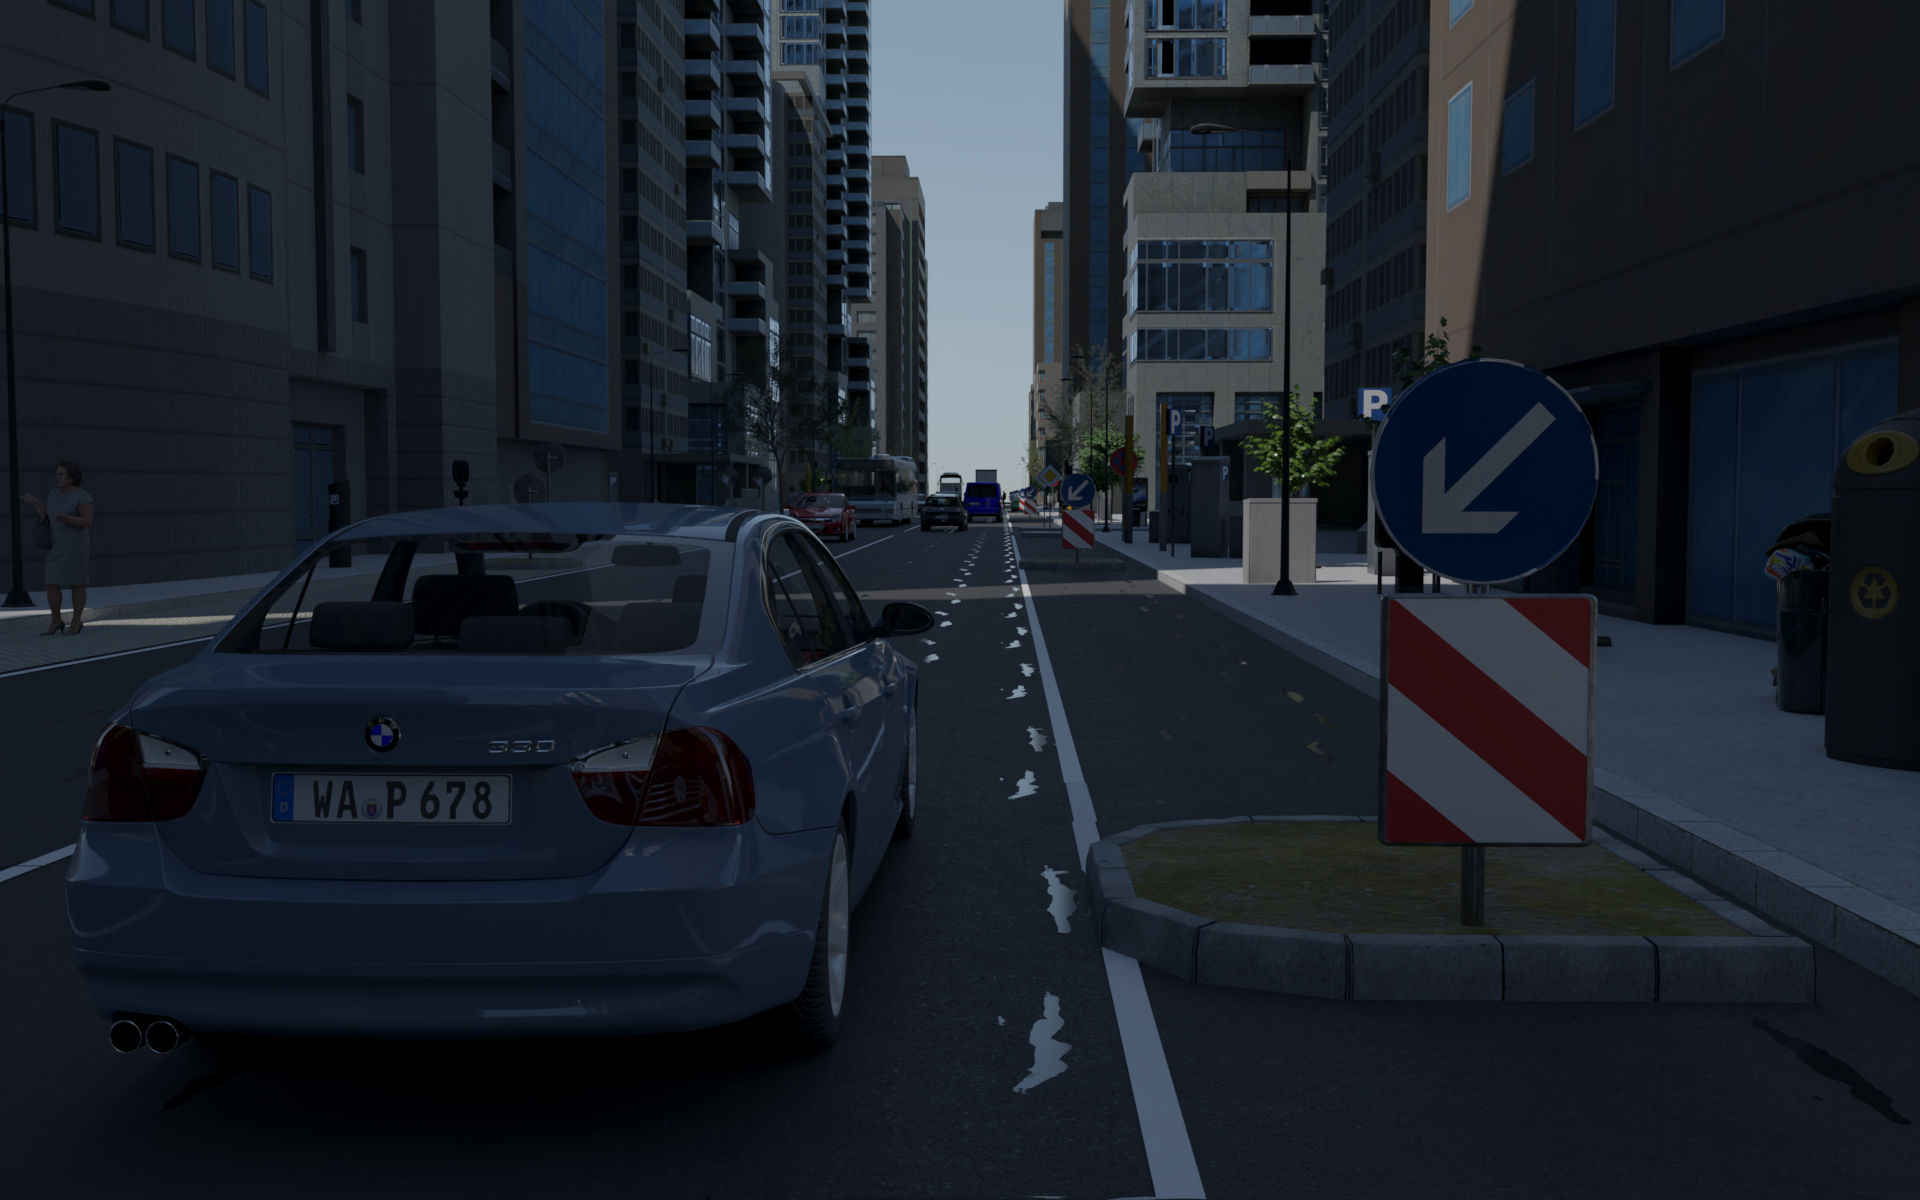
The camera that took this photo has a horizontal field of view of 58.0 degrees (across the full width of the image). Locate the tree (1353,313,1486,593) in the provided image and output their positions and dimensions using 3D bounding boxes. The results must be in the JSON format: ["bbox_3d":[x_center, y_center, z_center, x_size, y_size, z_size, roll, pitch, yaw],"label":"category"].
[{"bbox_3d":[5.148,-1.469,18.618,1.663,3.219,1.824,0,3,0],"label":"tree"}]

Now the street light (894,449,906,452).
[{"bbox_3d":[-6.292,-12.634,179.100,1.470,5.913,1.316,0,4,1],"label":"street light"}]

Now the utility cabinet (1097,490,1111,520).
[{"bbox_3d":[7.157,-4.733,86.060,0.318,1.500,1.173,-1,4,-17],"label":"utility cabinet"}]

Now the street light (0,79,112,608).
[{"bbox_3d":[-10.194,-2.875,19.549,1.470,5.913,1.316,0,4,1],"label":"street light"}]

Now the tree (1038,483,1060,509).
[{"bbox_3d":[8.215,-9.835,155.397,1.663,3.219,1.824,0,3,0],"label":"tree"}]

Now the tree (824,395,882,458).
[{"bbox_3d":[-8.190,-10.973,129.776,4.737,8.622,4.395,0,3,0],"label":"tree"}]

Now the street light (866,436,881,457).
[{"bbox_3d":[-7.172,-10.416,142.848,1.470,5.913,1.316,0,4,1],"label":"street light"}]

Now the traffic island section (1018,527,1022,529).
[{"bbox_3d":[3.245,-2.689,66.254,2.009,0.180,2.903,0,4,1],"label":"traffic island section"}]

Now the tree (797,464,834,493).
[{"bbox_3d":[-9.125,-7.083,110.407,1.663,3.219,1.824,0,3,0],"label":"tree"}]

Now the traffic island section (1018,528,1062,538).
[{"bbox_3d":[3.051,-2.201,58.271,2.009,0.180,2.903,0,4,1],"label":"traffic island section"}]

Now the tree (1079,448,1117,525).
[{"bbox_3d":[5.842,-4.788,72.887,1.663,3.219,1.824,0,3,0],"label":"tree"}]

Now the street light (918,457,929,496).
[{"bbox_3d":[-5.193,-15.503,226.015,1.470,5.913,1.316,0,4,1],"label":"street light"}]

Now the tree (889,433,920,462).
[{"bbox_3d":[-6.659,-15.389,201.971,4.360,8.622,3.978,0,3,0],"label":"tree"}]

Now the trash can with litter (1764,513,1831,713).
[{"bbox_3d":[5.091,0.059,10.428,0.624,1.170,1.055,1,4,15],"label":"trash can with litter"}]

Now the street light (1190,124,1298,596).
[{"bbox_3d":[3.589,-3.018,21.889,1.470,5.913,1.316,0,4,1],"label":"street light"}]

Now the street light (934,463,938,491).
[{"bbox_3d":[-4.202,-17.696,261.864,1.470,5.913,1.316,0,4,1],"label":"street light"}]

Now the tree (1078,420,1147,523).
[{"bbox_3d":[6.702,-5.693,76.797,4.285,4.588,4.351,0,3,0],"label":"tree"}]

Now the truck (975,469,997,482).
[{"bbox_3d":[3.072,-12.984,201.205,2.839,4.237,11.283,0,4,1],"label":"truck"}]

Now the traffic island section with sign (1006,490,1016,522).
[{"bbox_3d":[3.470,-4.888,88.554,1.989,1.847,2.006,0,4,1],"label":"traffic island section with sign"}]

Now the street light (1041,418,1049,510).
[{"bbox_3d":[5.725,-8.117,105.247,1.470,5.913,1.316,0,4,1],"label":"street light"}]

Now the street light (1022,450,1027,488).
[{"bbox_3d":[7.525,-12.769,181.315,1.470,5.913,1.316,0,4,1],"label":"street light"}]

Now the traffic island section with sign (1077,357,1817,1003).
[{"bbox_3d":[1.444,0.171,5.840,1.989,1.847,2.006,0,4,1],"label":"traffic island section with sign"}]

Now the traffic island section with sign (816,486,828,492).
[{"bbox_3d":[-7.058,-4.912,88.945,1.989,1.847,2.006,0,4,1],"label":"traffic island section with sign"}]

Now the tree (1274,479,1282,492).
[{"bbox_3d":[16.378,-6.148,84.232,4.285,4.588,4.351,0,3,0],"label":"tree"}]

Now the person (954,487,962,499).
[{"bbox_3d":[-0.128,-5.318,95.626,0.511,1.800,0.466,0,4,6],"label":"person"}]

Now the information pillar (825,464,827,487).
[{"bbox_3d":[-10.361,-8.731,134.098,0.183,3.616,0.504,-1,4,-8],"label":"information pillar"}]

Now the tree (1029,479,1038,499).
[{"bbox_3d":[8.503,-12.067,191.894,1.663,3.219,1.824,0,3,0],"label":"tree"}]

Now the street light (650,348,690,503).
[{"bbox_3d":[-9.286,-5.057,55.223,1.470,5.913,1.316,0,4,1],"label":"street light"}]

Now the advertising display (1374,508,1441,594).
[{"bbox_3d":[5.805,-1.046,22.324,0.974,1.923,0.123,-1,4,-16],"label":"advertising display"}]

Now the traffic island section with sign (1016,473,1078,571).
[{"bbox_3d":[2.128,-1.509,33.296,1.989,1.847,2.006,0,4,1],"label":"traffic island section with sign"}]

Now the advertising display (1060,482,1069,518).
[{"bbox_3d":[5.654,-5.410,93.672,0.123,1.923,0.974,-1,4,-23],"label":"advertising display"}]

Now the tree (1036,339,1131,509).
[{"bbox_3d":[6.015,-8.063,82.192,4.360,8.622,3.978,0,3,0],"label":"tree"}]

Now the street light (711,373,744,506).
[{"bbox_3d":[-8.951,-5.735,66.311,1.470,5.913,1.316,0,4,1],"label":"street light"}]

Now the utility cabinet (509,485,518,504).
[{"bbox_3d":[-9.931,-1.891,39.594,0.318,1.500,1.173,1,4,9],"label":"utility cabinet"}]

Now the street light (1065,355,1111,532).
[{"bbox_3d":[4.365,-5.223,57.932,1.470,5.913,1.316,0,4,1],"label":"street light"}]

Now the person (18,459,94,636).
[{"bbox_3d":[-9.115,-0.524,17.426,0.716,1.782,0.532,1,4,14],"label":"person"}]

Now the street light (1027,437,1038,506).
[{"bbox_3d":[6.566,-10.587,145.642,1.470,5.913,1.316,0,4,1],"label":"street light"}]

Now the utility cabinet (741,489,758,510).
[{"bbox_3d":[-9.059,-4.045,74.807,0.318,1.500,1.173,1,4,16],"label":"utility cabinet"}]

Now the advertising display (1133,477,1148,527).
[{"bbox_3d":[6.837,-3.787,67.139,0.974,1.923,0.123,2,4,33],"label":"advertising display"}]

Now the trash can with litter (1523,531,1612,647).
[{"bbox_3d":[4.602,-0.219,14.638,2.233,1.210,1.678,-1,4,-17],"label":"trash can with litter"}]

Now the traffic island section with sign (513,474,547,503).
[{"bbox_3d":[-8.404,-1.519,33.460,1.989,1.847,2.006,0,4,1],"label":"traffic island section with sign"}]

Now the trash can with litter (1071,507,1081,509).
[{"bbox_3d":[5.806,-4.783,89.593,0.624,1.170,1.055,-3,4,-36],"label":"trash can with litter"}]

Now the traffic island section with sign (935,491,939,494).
[{"bbox_3d":[-2.496,-16.350,275.944,1.989,1.847,2.006,0,4,1],"label":"traffic island section with sign"}]

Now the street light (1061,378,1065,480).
[{"bbox_3d":[4.717,-5.921,69.357,1.470,5.913,1.316,0,4,1],"label":"street light"}]

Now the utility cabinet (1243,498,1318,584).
[{"bbox_3d":[4.609,-0.845,24.976,1.020,1.237,0.306,-1,4,-10],"label":"utility cabinet"}]

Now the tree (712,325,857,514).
[{"bbox_3d":[-9.695,-9.807,94.765,8.767,10.594,7.601,0,4,4],"label":"tree"}]

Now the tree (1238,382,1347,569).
[{"bbox_3d":[5.877,-2.161,29.936,1.663,3.219,1.824,0,3,0],"label":"tree"}]

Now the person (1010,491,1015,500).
[{"bbox_3d":[4.550,-8.270,144.648,0.436,1.711,0.756,-3,5,-44],"label":"person"}]

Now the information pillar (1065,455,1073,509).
[{"bbox_3d":[6.385,-6.732,101.429,0.504,3.616,0.183,1,4,20],"label":"information pillar"}]

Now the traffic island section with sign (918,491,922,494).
[{"bbox_3d":[-4.506,-11.279,193.032,1.989,1.847,2.006,0,4,1],"label":"traffic island section with sign"}]

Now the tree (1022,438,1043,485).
[{"bbox_3d":[9.858,-16.758,224.355,4.737,8.622,4.395,0,3,0],"label":"tree"}]

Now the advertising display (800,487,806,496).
[{"bbox_3d":[-11.133,-7.339,125.214,0.974,1.923,0.123,2,4,24],"label":"advertising display"}]

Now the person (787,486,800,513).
[{"bbox_3d":[-6.977,-3.951,73.460,0.716,1.782,0.532,0,4,5],"label":"person"}]
